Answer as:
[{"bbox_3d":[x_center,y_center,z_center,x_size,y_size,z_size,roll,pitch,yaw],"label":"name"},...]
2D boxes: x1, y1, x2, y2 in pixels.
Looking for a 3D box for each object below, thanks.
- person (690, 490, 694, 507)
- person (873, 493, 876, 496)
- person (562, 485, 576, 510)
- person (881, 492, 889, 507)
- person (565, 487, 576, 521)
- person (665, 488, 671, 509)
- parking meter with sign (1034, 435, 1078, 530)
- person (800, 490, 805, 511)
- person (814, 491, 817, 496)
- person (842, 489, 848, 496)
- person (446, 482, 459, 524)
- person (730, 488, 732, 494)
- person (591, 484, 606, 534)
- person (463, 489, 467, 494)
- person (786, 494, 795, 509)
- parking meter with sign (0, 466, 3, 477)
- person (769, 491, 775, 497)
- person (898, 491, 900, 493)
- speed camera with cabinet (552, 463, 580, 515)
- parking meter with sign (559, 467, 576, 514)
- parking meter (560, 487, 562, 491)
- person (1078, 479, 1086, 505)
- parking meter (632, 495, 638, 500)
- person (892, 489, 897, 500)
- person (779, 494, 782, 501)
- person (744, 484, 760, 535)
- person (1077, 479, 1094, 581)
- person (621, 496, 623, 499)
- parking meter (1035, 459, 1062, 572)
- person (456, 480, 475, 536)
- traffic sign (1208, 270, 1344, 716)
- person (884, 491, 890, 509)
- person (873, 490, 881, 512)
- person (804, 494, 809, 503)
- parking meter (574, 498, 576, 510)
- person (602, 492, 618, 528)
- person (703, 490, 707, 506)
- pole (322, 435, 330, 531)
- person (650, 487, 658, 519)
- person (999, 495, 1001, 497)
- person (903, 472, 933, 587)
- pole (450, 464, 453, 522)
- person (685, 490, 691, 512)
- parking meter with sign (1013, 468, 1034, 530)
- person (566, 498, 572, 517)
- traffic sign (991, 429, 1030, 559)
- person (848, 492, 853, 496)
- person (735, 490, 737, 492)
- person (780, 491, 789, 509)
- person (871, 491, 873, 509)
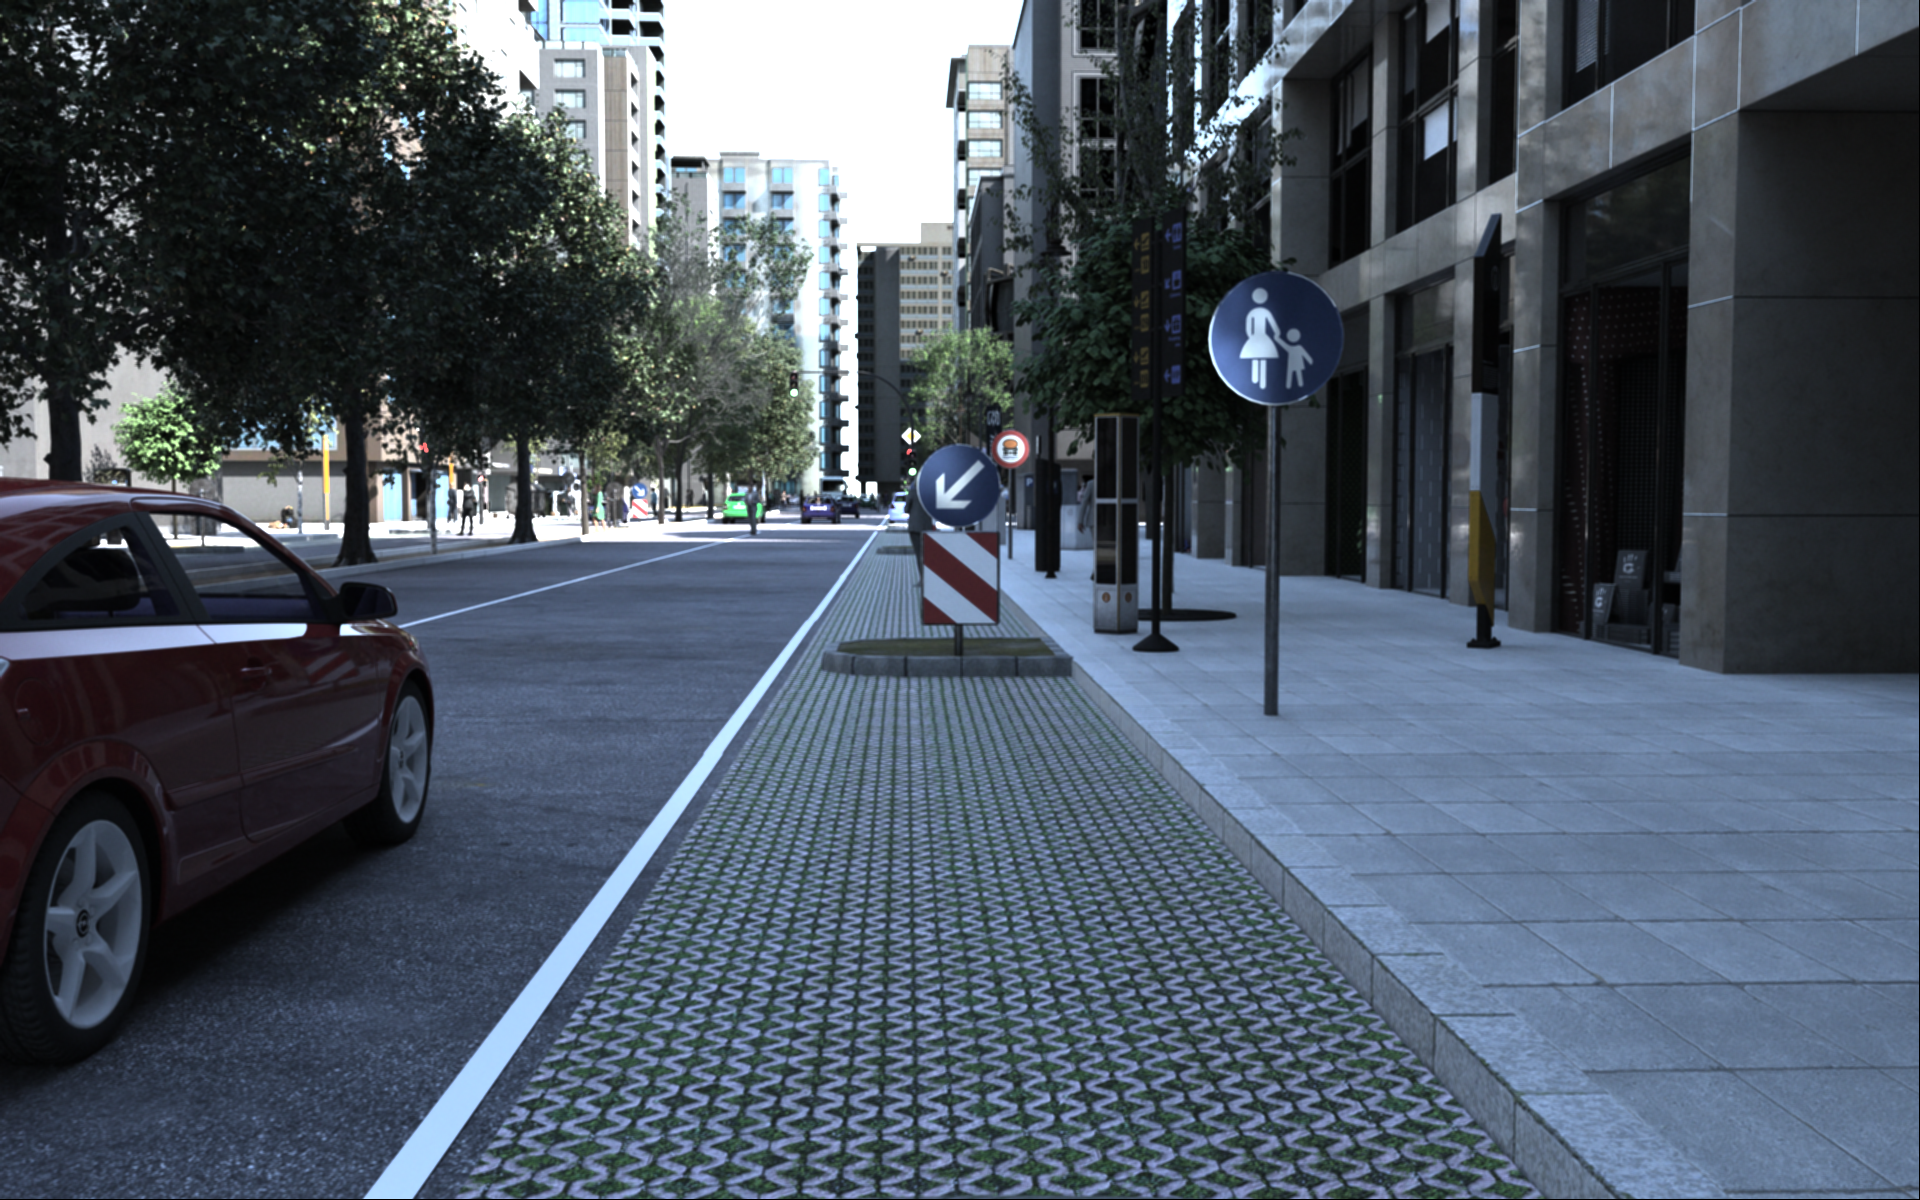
[{"bbox_3d":[-27.648,-10.461,177.801,0.721,1.735,1.217,1,4,22],"label":"person"},{"bbox_3d":[-10.928,-12.735,216.799,1.350,1.814,0.705,1,4,17],"label":"person"},{"bbox_3d":[-23.199,-5.917,102.777,0.794,1.824,0.713,-3,5,-44],"label":"person"},{"bbox_3d":[-8.320,-11.104,190.867,1.217,1.723,0.721,3,4,38],"label":"person"},{"bbox_3d":[-20.627,-5.070,91.662,0.520,1.790,0.573,-2,4,-29],"label":"person"},{"bbox_3d":[-25.262,-8.723,148.793,0.705,1.807,1.348,2,4,30],"label":"person"},{"bbox_3d":[3.182,-3.398,51.812,1.738,3.016,0.543,0,4,-3],"label":"parking meter with sign"},{"bbox_3d":[-13.727,-8.674,150.458,0.705,1.807,1.348,-1,4,-15],"label":"person"},{"bbox_3d":[-17.774,-12.468,212.480,0.705,1.807,1.348,0,4,1],"label":"person"},{"bbox_3d":[-8.625,-7.362,129.218,0.721,1.781,0.623,1,4,21],"label":"person"},{"bbox_3d":[-21.505,-4.095,73.412,0.576,1.772,0.534,0,4,2],"label":"person"},{"bbox_3d":[-14.513,-6.129,108.623,0.836,1.842,0.656,-1,4,-14],"label":"person"},{"bbox_3d":[-12.800,-3.222,61.420,0.529,1.795,0.600,-1,4,-21],"label":"person"},{"bbox_3d":[-28.184,-5.658,99.103,0.519,1.759,0.362,2,4,27],"label":"person"},{"bbox_3d":[-16.548,-9.606,168.754,0.799,1.438,0.628,-2,4,-27],"label":"person"},{"bbox_3d":[-66.348,-7.479,118.534,1.738,3.016,0.543,1,4,17],"label":"parking meter with sign"},{"bbox_3d":[-23.335,-12.517,213.139,1.348,1.826,0.705,1,4,10],"label":"person"},{"bbox_3d":[-6.303,-10.223,176.179,0.750,1.759,0.617,1,4,14],"label":"person"},{"bbox_3d":[-24.758,-6.980,108.453,0.660,3.252,2.038,3,4,39],"label":"speed camera with cabinet"},{"bbox_3d":[-25.282,-7.028,111.164,0.543,3.016,1.738,-2,4,-26],"label":"parking meter with sign"},{"bbox_3d":[-30.795,-7.843,133.941,0.255,1.863,0.399,0,4,-6],"label":"parking meter"},{"bbox_3d":[3.839,-2.917,54.319,0.643,1.750,0.593,-2,4,-31],"label":"person"},{"bbox_3d":[-23.981,-7.460,127.675,0.399,1.863,0.255,3,4,36],"label":"parking meter"},{"bbox_3d":[-5.504,-8.414,145.906,0.661,1.843,0.795,3,5,44],"label":"person"},{"bbox_3d":[-23.003,-12.872,222.148,0.628,1.438,0.799,-1,4,-12],"label":"person"},{"bbox_3d":[-7.374,-3.197,60.968,0.606,1.804,0.583,1,4,16],"label":"person"},{"bbox_3d":[2.027,-1.114,24.528,0.678,1.792,0.850,-1,4,-23],"label":"person"},{"bbox_3d":[-23.883,-7.042,121.097,0.656,1.842,0.836,-1,4,-15],"label":"person"},{"bbox_3d":[1.469,-1.409,28.747,0.399,1.863,0.255,-2,4,-30],"label":"parking meter"},{"bbox_3d":[-17.040,-3.175,59.781,0.648,1.900,0.474,2,4,30],"label":"person"},{"bbox_3d":[1.808,-0.604,9.987,0.768,2.556,0.104,0,4,4],"label":"traffic sign"},{"bbox_3d":[-7.200,-9.820,169.972,0.530,1.710,0.541,-2,4,-29],"label":"person"},{"bbox_3d":[-6.447,-7.694,134.858,0.480,1.755,0.524,3,5,41],"label":"person"},{"bbox_3d":[-19.432,-12.714,219.557,0.628,1.438,0.799,2,4,34],"label":"person"},{"bbox_3d":[-26.673,-6.785,119.340,0.372,1.533,0.369,0,3,0],"label":"parking meter"},{"bbox_3d":[-14.037,-3.729,69.646,0.661,1.801,0.590,-1,4,-16],"label":"person"},{"bbox_3d":[-27.448,-10.955,186.081,0.530,1.710,0.541,0,4,6],"label":"person"},{"bbox_3d":[-21.962,-4.045,59.976,0.158,3.312,0.155,0,3,0],"label":"pole"},{"bbox_3d":[-17.885,-5.690,101.555,0.620,1.820,0.660,1,4,10],"label":"person"},{"bbox_3d":[0.973,-2.808,52.127,0.511,1.800,0.466,1,4,12],"label":"person"},{"bbox_3d":[-0.661,-1.099,26.656,0.537,1.800,0.526,-2,4,-29],"label":"person"},{"bbox_3d":[-23.159,-5.202,78.899,0.158,3.312,0.155,0,3,0],"label":"pole"},{"bbox_3d":[-21.261,-7.719,135.050,0.374,1.781,0.599,-2,4,-33],"label":"person"},{"bbox_3d":[2.328,-4.037,62.264,0.543,3.016,1.738,-2,4,-25],"label":"parking meter with sign"},{"bbox_3d":[-22.323,-5.421,98.953,0.425,1.301,0.394,-1,4,-21],"label":"person"},{"bbox_3d":[0.997,-2.087,34.232,0.768,2.556,0.104,0,4,3],"label":"traffic sign"},{"bbox_3d":[-13.430,-12.361,212.073,0.593,1.643,0.415,-1,4,-16],"label":"person"},{"bbox_3d":[-26.049,-11.969,202.259,0.721,1.766,1.217,-1,4,-13],"label":"person"},{"bbox_3d":[-16.404,-9.362,162.099,0.617,1.759,0.750,3,4,37],"label":"person"},{"bbox_3d":[-8.409,-9.434,163.482,0.721,1.736,1.217,1,4,13],"label":"person"}]
